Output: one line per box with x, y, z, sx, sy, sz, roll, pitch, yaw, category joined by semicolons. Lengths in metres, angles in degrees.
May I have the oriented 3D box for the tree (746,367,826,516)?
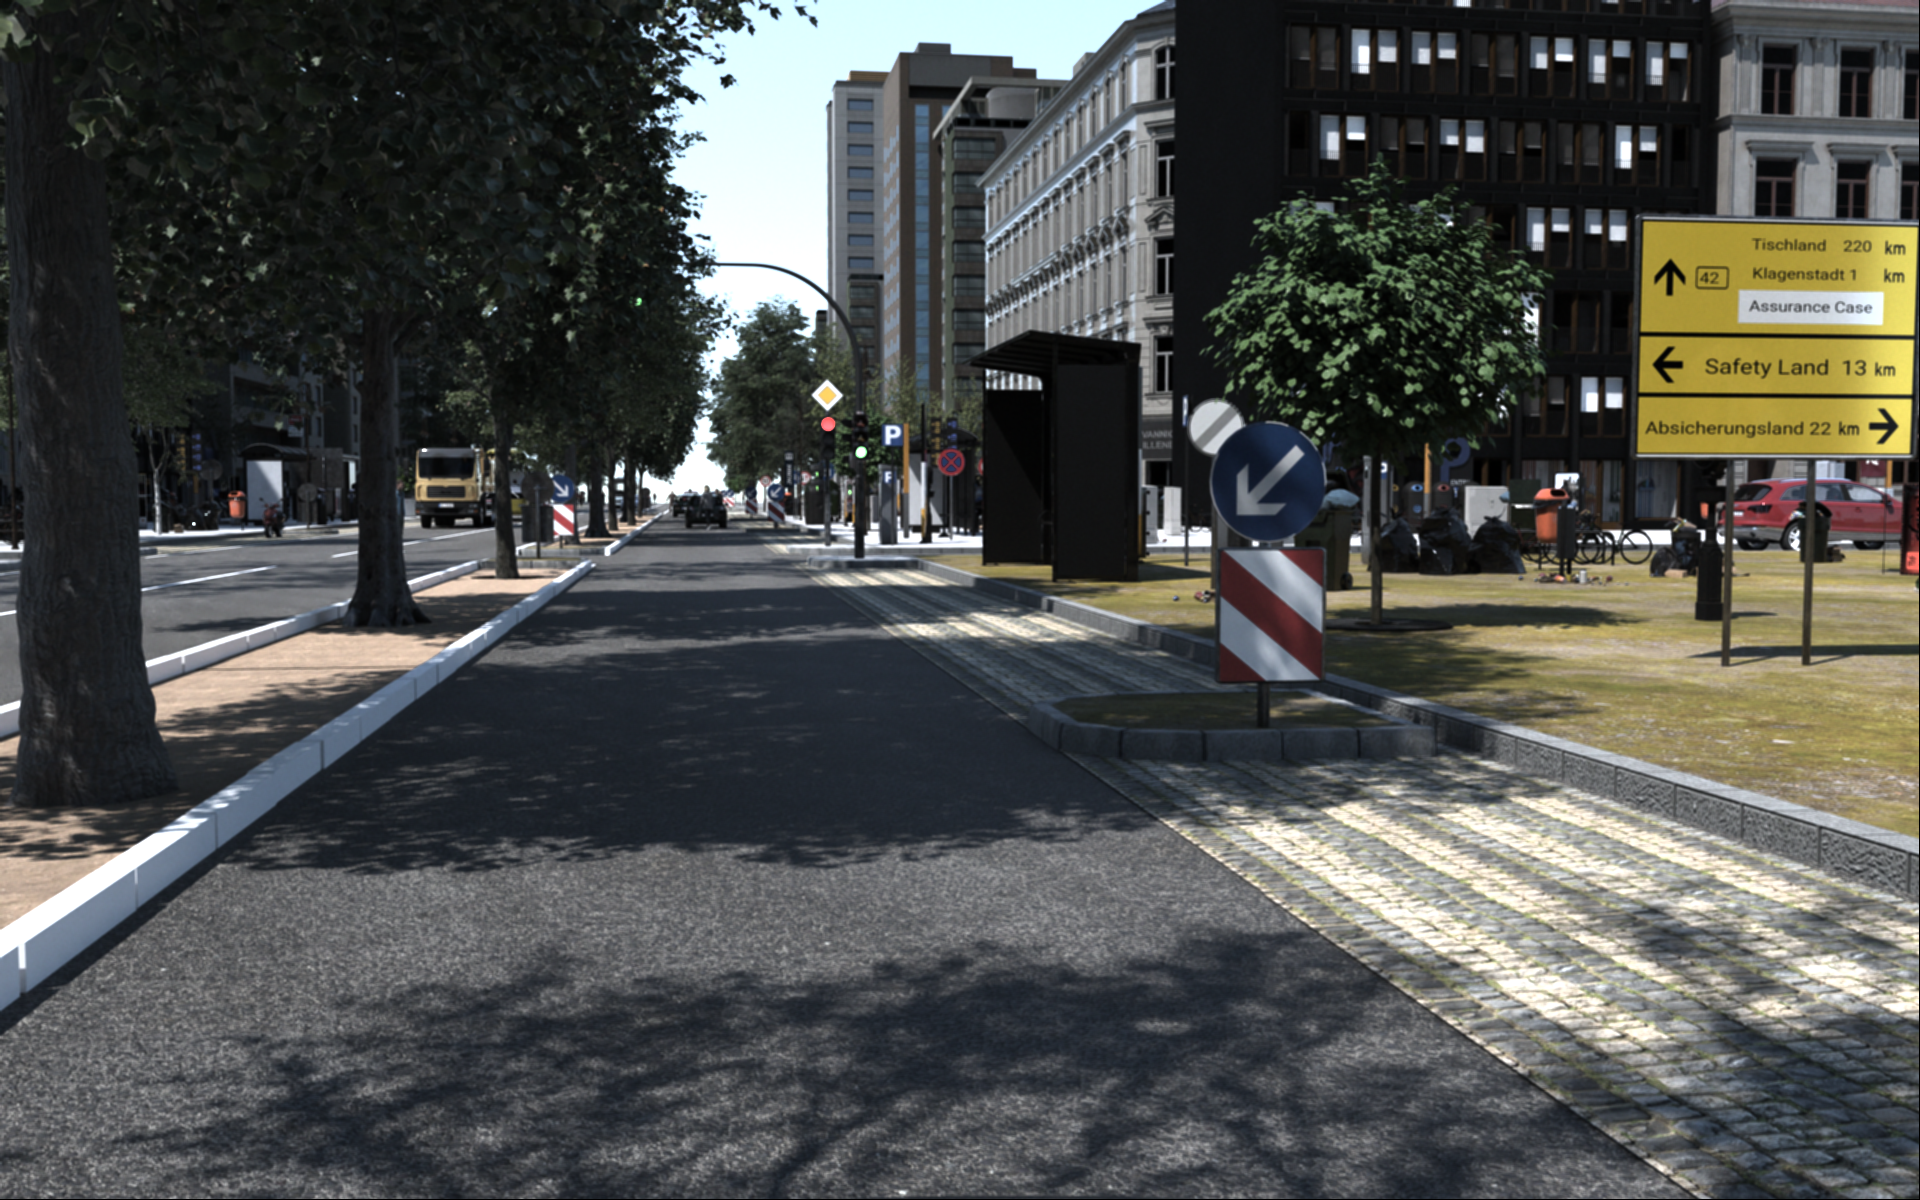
-9.280;-9.155;100.041;4.360;8.622;3.978;0;3;0;tree

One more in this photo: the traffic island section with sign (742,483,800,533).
-7.046;-3.446;64.969;1.989;1.847;2.006;-1;4;-9;traffic island section with sign

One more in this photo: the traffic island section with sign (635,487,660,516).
-20.983;-6.566;115.497;2.006;1.907;1.989;-1;4;-9;traffic island section with sign

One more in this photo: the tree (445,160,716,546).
-10.608;-7.751;47.307;7.486;12.596;7.792;0;3;0;tree

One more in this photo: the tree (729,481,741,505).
-26.435;-12.928;205.974;1.663;3.219;1.824;0;3;0;tree

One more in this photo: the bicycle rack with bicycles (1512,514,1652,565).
11.257;-1.143;32.067;2.925;0.926;2.852;1;4;16;bicycle rack with bicycles

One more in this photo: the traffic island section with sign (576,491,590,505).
-47.794;-12.921;219.888;1.989;1.847;2.006;-1;4;-9;traffic island section with sign

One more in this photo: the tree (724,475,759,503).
-24.799;-13.336;201.762;4.285;4.588;4.351;0;3;0;tree

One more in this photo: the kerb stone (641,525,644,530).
-12.183;-2.663;65.797;0.120;0.150;1.000;-1;4;-9;kerb stone

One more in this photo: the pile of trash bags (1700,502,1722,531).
26.490;-3.003;58.844;3.447;1.369;1.912;-2;4;-24;pile of trash bags

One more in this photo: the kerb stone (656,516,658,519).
-16.116;-4.212;91.115;0.120;0.150;1.000;-1;4;-9;kerb stone

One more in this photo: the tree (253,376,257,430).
-36.890;-8.288;85.870;4.360;8.622;3.978;0;3;0;tree

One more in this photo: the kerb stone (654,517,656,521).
-15.490;-3.967;87.058;0.120;0.150;1.000;-1;4;-9;kerb stone

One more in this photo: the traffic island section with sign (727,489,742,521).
-11.193;-5.085;91.769;1.989;1.847;2.006;-1;4;-9;traffic island section with sign

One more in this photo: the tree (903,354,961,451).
-2.596;-8.558;90.279;4.737;8.622;4.395;0;3;0;tree

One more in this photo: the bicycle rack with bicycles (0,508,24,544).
-24.849;-1.910;44.605;2.925;0.926;2.852;-1;4;-14;bicycle rack with bicycles

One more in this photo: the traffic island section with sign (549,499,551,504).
-39.354;-9.595;165.502;1.989;1.847;2.006;-1;4;-9;traffic island section with sign

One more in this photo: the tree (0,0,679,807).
-4.060;-6.028;7.668;9.857;13.997;8.962;0;3;0;tree

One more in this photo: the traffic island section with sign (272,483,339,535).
-23.222;-3.236;61.539;1.989;1.847;2.006;-1;4;-9;traffic island section with sign

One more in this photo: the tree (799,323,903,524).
-4.960;-7.567;74.079;4.737;8.622;4.395;0;3;0;tree

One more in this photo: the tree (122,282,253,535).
-25.239;-6.341;54.037;4.360;8.622;3.978;0;3;0;tree

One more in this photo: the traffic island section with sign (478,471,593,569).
-8.327;-1.577;33.924;2.006;1.907;1.989;-1;4;-9;traffic island section with sign

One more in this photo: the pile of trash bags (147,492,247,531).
-26.522;-3.116;60.699;3.447;1.369;1.912;1;4;14;pile of trash bags

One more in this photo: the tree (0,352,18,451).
-35.545;-6.837;62.153;4.737;8.622;4.395;0;3;0;tree

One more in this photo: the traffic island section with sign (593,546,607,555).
-9.453;-2.025;41.245;2.006;1.907;1.989;-1;4;-9;traffic island section with sign

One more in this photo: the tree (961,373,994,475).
0.554;-9.422;104.414;4.737;8.622;4.395;0;3;0;tree

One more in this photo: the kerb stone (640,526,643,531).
-12.029;-2.603;64.784;0.120;0.150;1.000;-1;4;-9;kerb stone

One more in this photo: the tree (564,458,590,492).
-52.921;-17.657;239.053;4.737;8.622;4.395;0;3;0;tree

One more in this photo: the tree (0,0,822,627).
-6.318;-6.058;18.507;9.611;12.733;9.660;0;3;0;tree

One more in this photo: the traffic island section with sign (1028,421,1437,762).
1.462;-0.096;10.196;1.989;1.847;2.006;-1;4;-9;traffic island section with sign

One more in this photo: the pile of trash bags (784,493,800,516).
-9.583;-5.682;102.654;1.912;1.369;3.447;-2;4;-32;pile of trash bags

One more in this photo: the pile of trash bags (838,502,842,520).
-4.994;-4.653;85.834;1.912;1.369;3.447;-1;4;-11;pile of trash bags

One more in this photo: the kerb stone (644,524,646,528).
-12.652;-2.844;68.850;0.120;0.150;1.000;-1;4;-9;kerb stone

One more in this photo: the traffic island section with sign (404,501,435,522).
-27.357;-4.865;88.176;1.989;1.847;2.006;-1;4;-9;traffic island section with sign

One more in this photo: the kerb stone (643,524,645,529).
-12.500;-2.788;67.839;0.120;0.150;1.000;-1;4;-9;kerb stone

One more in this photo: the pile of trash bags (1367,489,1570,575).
8.563;-1.147;28.504;3.447;1.369;1.912;-1;4;-21;pile of trash bags

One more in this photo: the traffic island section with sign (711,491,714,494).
-23.022;-9.749;168.017;1.989;1.847;2.006;-1;4;-9;traffic island section with sign

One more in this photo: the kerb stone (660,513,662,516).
-17.998;-4.958;103.265;0.120;0.150;1.000;-1;4;-9;kerb stone

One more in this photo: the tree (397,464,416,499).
-31.024;-6.293;97.496;1.663;3.219;1.824;0;3;0;tree

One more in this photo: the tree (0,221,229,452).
-23.719;-7.868;46.774;7.486;12.596;7.792;0;3;0;tree

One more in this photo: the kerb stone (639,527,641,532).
-11.714;-2.480;62.754;0.120;0.150;1.000;-1;4;-9;kerb stone

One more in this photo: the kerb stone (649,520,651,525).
-13.910;-3.349;76.947;0.120;0.150;1.000;-1;4;-9;kerb stone

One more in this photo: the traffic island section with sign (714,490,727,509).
-18.747;-8.059;140.385;1.989;1.847;2.006;-1;4;-9;traffic island section with sign

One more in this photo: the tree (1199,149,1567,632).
4.032;-2.021;16.765;4.285;4.588;4.351;0;3;0;tree

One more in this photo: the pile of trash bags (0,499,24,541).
-25.999;-2.391;48.844;1.912;1.369;3.447;2;4;32;pile of trash bags

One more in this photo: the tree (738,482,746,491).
-21.581;-14.105;180.975;4.360;8.622;3.978;0;3;0;tree

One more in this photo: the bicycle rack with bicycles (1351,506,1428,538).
12.260;-2.294;50.882;2.925;0.926;2.852;3;5;43;bicycle rack with bicycles

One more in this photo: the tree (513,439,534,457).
-39.737;-12.343;152.167;4.737;8.622;4.395;0;3;0;tree

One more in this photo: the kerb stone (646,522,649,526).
-13.280;-3.099;72.895;0.120;0.150;1.000;-1;4;-9;kerb stone

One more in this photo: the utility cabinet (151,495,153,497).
-39.376;-4.489;84.555;0.306;1.237;1.020;-3;4;-39;utility cabinet

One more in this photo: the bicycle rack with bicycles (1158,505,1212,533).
7.664;-2.735;58.095;2.852;0.926;2.925;-2;4;-32;bicycle rack with bicycles

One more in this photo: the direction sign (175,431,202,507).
-27.713;-4.300;62.301;0.876;3.537;0.379;0;4;-7;direction sign

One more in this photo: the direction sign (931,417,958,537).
-0.472;-3.632;51.381;0.876;3.537;0.379;2;4;25;direction sign

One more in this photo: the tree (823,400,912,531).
-3.094;-4.690;60.397;4.285;4.588;4.351;0;3;0;tree

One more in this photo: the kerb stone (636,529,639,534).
-11.237;-2.295;59.721;0.120;0.150;1.000;-1;4;-9;kerb stone

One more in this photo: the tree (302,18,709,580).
-7.759;-6.159;28.909;9.928;11.665;9.643;0;3;0;tree

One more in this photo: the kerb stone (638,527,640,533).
-11.558;-2.419;61.740;0.120;0.150;1.000;-1;4;-9;kerb stone
